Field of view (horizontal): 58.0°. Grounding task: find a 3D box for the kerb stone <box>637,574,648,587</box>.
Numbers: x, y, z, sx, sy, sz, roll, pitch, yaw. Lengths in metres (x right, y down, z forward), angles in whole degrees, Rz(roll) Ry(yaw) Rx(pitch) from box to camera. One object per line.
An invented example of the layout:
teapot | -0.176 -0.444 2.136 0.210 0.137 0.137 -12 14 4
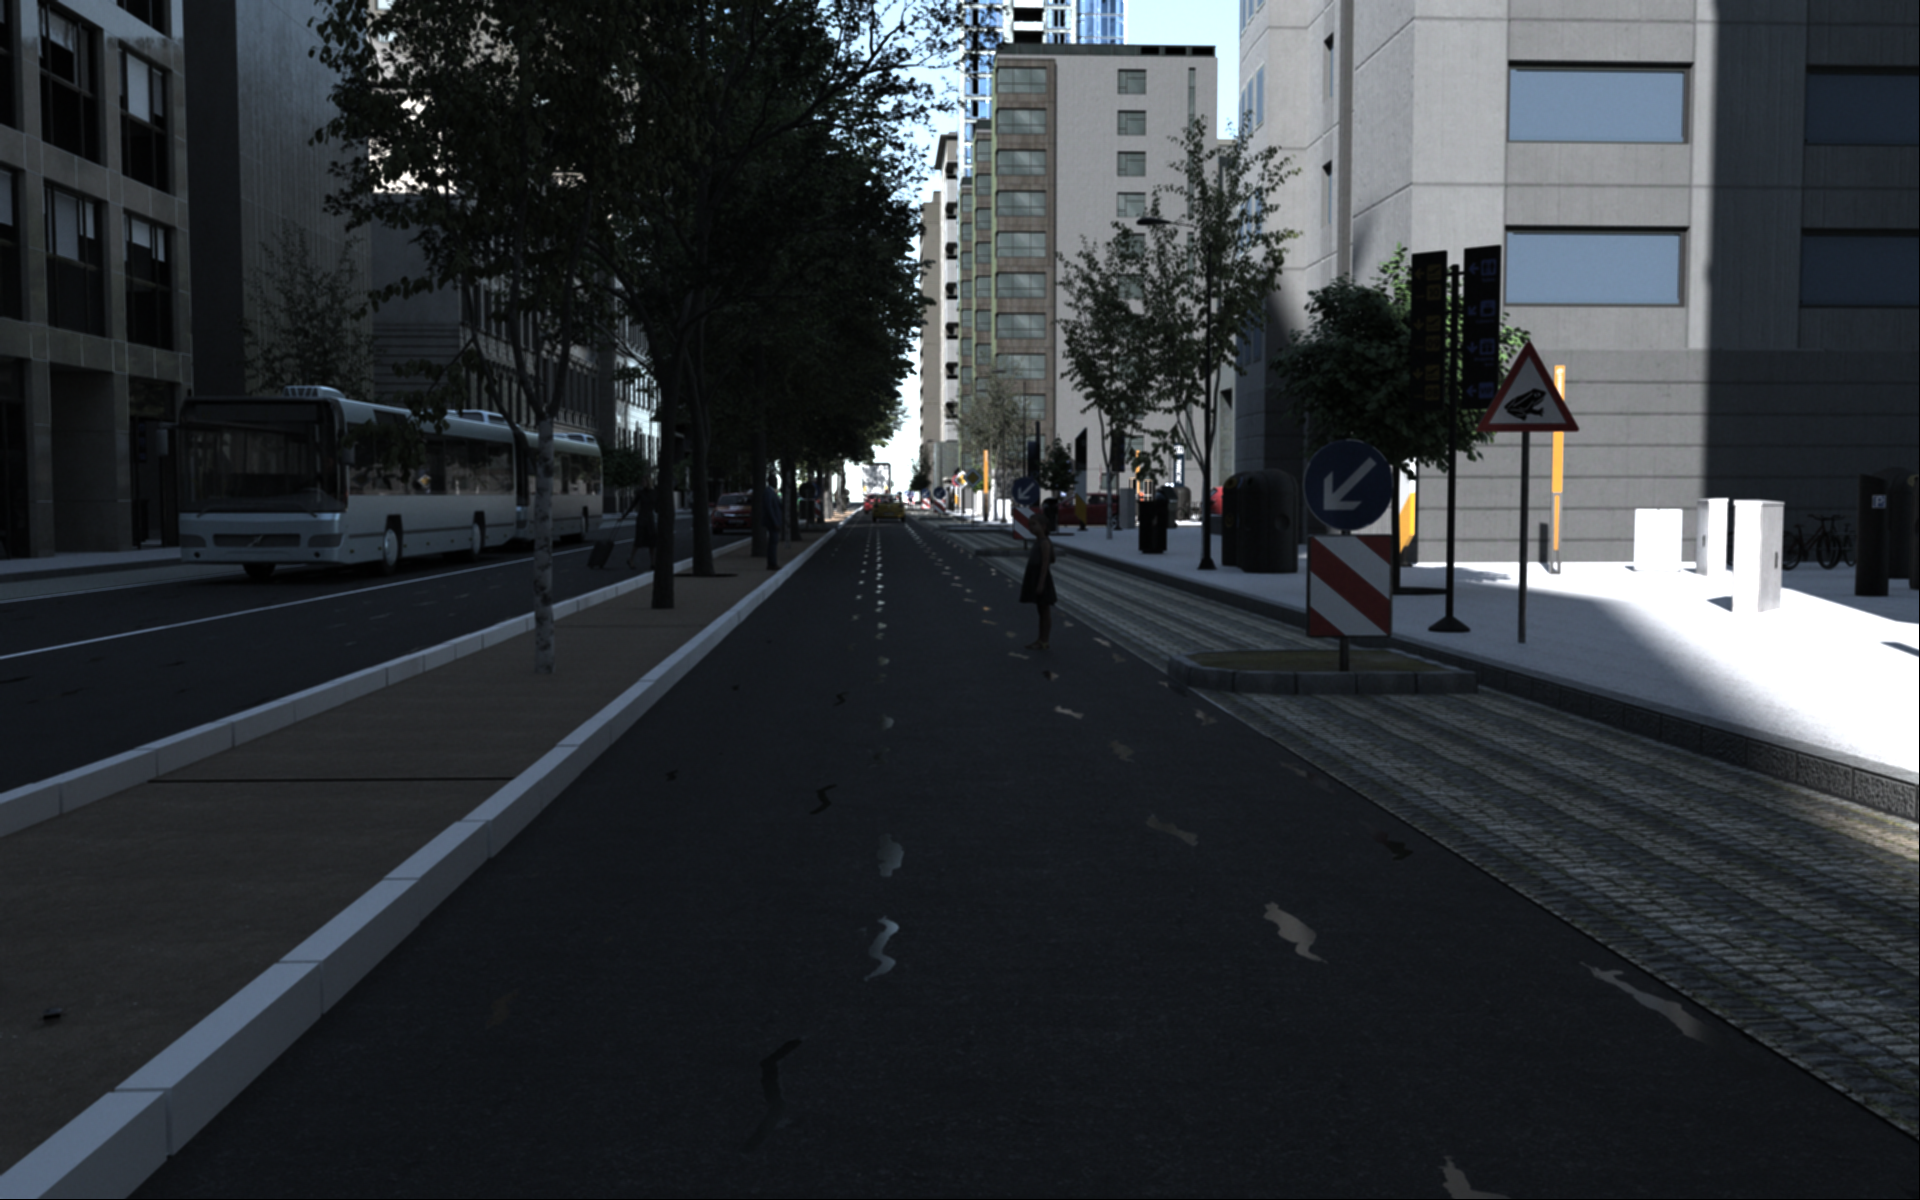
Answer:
kerb stone | -4.963 -0.270 26.657 0.120 0.150 1.000 0 4 -3

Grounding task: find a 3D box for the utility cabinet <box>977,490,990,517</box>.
utility cabinet | 1.308 -5.459 97.931 0.318 1.500 1.173 2 4 23

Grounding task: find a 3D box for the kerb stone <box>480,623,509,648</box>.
kerb stone | -4.466 0.356 16.413 0.120 0.150 1.000 0 4 -3

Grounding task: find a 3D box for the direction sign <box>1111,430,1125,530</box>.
direction sign | 5.606 -4.250 61.486 0.379 3.537 0.876 3 4 36

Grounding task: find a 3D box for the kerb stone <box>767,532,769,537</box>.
kerb stone | -6.578 -2.341 60.478 0.120 0.150 1.000 0 4 -3

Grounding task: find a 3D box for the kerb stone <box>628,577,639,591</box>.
kerb stone | -4.916 -0.205 25.628 0.120 0.150 1.000 0 4 -3

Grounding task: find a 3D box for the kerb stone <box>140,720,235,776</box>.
kerb stone | -4.128 0.793 9.229 0.120 0.150 1.000 0 4 -3

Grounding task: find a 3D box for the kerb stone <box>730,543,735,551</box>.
kerb stone | -5.750 -1.276 43.065 0.120 0.150 1.000 0 4 -3

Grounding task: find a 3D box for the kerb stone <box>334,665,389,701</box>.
kerb stone | -4.282 0.604 12.314 0.120 0.150 1.000 0 4 -3

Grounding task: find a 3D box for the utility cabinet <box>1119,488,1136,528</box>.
utility cabinet | 6.223 -3.401 64.277 0.318 1.500 1.173 -1 4 -11

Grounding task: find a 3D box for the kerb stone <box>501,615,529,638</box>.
kerb stone | -4.525 0.291 17.437 0.120 0.150 1.000 0 4 -3

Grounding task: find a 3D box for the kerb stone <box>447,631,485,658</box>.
kerb stone | -4.421 0.416 15.392 0.120 0.150 1.000 0 4 -3

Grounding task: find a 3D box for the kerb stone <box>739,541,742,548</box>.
kerb stone | -5.847 -1.399 45.120 0.120 0.150 1.000 0 4 -3

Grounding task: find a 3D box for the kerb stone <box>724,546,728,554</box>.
kerb stone | -5.654 -1.150 41.006 0.120 0.150 1.000 0 4 -3

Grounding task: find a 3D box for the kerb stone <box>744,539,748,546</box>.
kerb stone | -5.943 -1.527 47.162 0.120 0.150 1.000 0 4 -3

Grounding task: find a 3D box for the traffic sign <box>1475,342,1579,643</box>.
traffic sign | 4.847 -0.909 14.870 0.884 2.594 0.081 0 4 -1

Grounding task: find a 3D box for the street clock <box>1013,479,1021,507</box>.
street clock | 2.761 -4.734 81.976 0.358 2.002 0.471 -3 5 -41

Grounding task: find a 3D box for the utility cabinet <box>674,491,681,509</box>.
utility cabinet | -23.618 -8.303 144.433 0.318 1.500 1.173 -2 4 -32

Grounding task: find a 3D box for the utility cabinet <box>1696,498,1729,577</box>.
utility cabinet | 11.806 -0.983 27.227 0.306 1.237 1.020 1 4 14

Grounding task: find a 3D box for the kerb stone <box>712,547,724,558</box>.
kerb stone | -5.601 -1.084 39.980 0.120 0.150 1.000 0 4 -3

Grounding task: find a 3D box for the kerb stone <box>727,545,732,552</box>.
kerb stone | -5.701 -1.202 42.037 0.120 0.150 1.000 0 4 -3

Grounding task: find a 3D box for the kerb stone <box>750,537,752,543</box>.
kerb stone | -6.044 -1.652 49.204 0.120 0.150 1.000 0 4 -3

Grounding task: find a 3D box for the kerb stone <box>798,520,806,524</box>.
kerb stone | -7.783 -3.878 85.604 0.120 0.150 1.000 0 4 -3

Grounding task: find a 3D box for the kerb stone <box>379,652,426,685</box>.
kerb stone | -4.325 0.542 13.336 0.120 0.150 1.000 0 4 -3

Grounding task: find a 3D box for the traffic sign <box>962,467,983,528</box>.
traffic sign | 0.483 -3.744 64.851 0.795 2.450 0.064 0 4 -3

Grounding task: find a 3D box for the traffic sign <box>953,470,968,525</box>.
traffic sign | 0.101 -4.231 72.826 0.795 2.450 0.064 0 4 -3

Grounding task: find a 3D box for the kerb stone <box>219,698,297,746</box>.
kerb stone | -4.172 0.730 10.259 0.120 0.150 1.000 0 4 -3

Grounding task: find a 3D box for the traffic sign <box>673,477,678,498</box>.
traffic sign | -21.007 -7.749 126.804 0.768 2.556 0.104 0 4 3

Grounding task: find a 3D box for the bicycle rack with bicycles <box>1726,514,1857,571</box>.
bicycle rack with bicycles | 14.627 -1.041 30.398 2.925 0.926 2.852 -1 4 -19

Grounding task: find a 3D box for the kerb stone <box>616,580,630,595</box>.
kerb stone | -4.855 -0.148 24.607 0.120 0.150 1.000 0 4 -3

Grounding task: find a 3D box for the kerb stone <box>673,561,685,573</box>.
kerb stone | -5.216 -0.585 31.781 0.120 0.150 1.000 0 4 -3

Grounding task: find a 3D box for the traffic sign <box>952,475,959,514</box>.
traffic sign | -0.143 -6.982 114.260 0.768 2.556 0.104 0 4 1

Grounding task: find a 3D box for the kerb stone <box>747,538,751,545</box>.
kerb stone | -5.989 -1.585 48.184 0.120 0.150 1.000 0 4 -3

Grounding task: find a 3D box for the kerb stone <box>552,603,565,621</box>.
kerb stone | -4.622 0.166 19.487 0.120 0.150 1.000 0 4 -3

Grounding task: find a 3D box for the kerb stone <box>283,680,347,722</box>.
kerb stone | -4.225 0.667 11.285 0.120 0.150 1.000 0 4 -3

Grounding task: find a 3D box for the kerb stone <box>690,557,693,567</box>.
kerb stone | -5.306 -0.711 33.823 0.120 0.150 1.000 0 4 -3

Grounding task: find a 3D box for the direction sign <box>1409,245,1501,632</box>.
direction sign | 4.586 -1.476 16.131 0.876 3.537 0.379 3 5 42

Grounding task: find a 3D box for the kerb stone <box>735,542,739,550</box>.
kerb stone | -5.800 -1.336 44.086 0.120 0.150 1.000 0 4 -3

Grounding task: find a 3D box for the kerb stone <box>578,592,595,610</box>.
kerb stone | -4.716 0.040 21.537 0.120 0.150 1.000 0 4 -3

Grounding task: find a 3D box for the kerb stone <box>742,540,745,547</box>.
kerb stone | -5.896 -1.465 46.141 0.120 0.150 1.000 0 4 -3

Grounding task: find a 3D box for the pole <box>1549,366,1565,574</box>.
pole | 9.522 -2.066 27.617 0.158 3.312 0.155 0 3 0

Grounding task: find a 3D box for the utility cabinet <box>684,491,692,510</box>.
utility cabinet | -21.141 -7.753 135.444 0.318 1.500 1.173 1 4 21

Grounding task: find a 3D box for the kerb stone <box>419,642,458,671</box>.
kerb stone | -4.370 0.483 14.361 0.120 0.150 1.000 0 4 -3

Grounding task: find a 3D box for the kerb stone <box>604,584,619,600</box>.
kerb stone | -4.815 -0.085 23.586 0.120 0.150 1.000 0 4 -3

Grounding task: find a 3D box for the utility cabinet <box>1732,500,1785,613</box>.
utility cabinet | 8.781 -0.482 19.039 0.306 1.237 1.020 3 4 38

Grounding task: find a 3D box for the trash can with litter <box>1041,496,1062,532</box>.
trash can with litter | 2.989 -2.916 59.071 0.624 1.170 1.055 -1 4 -8

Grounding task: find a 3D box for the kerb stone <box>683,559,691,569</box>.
kerb stone | -5.258 -0.649 32.802 0.120 0.150 1.000 0 4 -3

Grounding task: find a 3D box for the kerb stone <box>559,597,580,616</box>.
kerb stone | -4.680 0.103 20.515 0.120 0.150 1.000 0 4 -3

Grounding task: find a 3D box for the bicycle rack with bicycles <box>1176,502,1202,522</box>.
bicycle rack with bicycles | 11.530 -4.167 81.518 2.925 0.926 2.852 -1 4 -14

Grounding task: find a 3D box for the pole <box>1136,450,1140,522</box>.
pole | 8.284 -5.321 80.844 0.158 3.312 0.155 0 3 0

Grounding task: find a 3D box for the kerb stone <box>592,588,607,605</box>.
kerb stone | -4.766 -0.022 22.558 0.120 0.150 1.000 0 4 -3

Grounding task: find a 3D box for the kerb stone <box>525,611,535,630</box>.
kerb stone | -4.570 0.228 18.466 0.120 0.150 1.000 0 4 -3

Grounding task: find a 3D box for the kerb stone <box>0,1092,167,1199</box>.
kerb stone | -1.742 1.161 3.220 0.120 0.150 1.000 0 4 -3

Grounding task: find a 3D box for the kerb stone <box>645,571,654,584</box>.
kerb stone | -5.017 -0.336 27.685 0.120 0.150 1.000 0 4 -3

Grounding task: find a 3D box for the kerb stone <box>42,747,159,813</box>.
kerb stone | -4.078 0.859 8.208 0.120 0.150 1.000 0 4 -3

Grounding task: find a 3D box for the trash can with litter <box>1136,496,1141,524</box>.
trash can with litter | 7.147 -3.879 74.487 2.233 1.210 1.678 1 4 19

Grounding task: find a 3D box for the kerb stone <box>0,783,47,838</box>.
kerb stone | -4.035 0.918 7.187 0.120 0.150 1.000 0 4 -3

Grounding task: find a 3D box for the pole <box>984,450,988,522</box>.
pole | 1.194 -5.275 80.094 0.158 3.312 0.155 0 3 0

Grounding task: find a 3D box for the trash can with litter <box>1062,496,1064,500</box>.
trash can with litter | 4.879 -4.730 88.728 0.624 1.170 1.055 -3 4 -36
